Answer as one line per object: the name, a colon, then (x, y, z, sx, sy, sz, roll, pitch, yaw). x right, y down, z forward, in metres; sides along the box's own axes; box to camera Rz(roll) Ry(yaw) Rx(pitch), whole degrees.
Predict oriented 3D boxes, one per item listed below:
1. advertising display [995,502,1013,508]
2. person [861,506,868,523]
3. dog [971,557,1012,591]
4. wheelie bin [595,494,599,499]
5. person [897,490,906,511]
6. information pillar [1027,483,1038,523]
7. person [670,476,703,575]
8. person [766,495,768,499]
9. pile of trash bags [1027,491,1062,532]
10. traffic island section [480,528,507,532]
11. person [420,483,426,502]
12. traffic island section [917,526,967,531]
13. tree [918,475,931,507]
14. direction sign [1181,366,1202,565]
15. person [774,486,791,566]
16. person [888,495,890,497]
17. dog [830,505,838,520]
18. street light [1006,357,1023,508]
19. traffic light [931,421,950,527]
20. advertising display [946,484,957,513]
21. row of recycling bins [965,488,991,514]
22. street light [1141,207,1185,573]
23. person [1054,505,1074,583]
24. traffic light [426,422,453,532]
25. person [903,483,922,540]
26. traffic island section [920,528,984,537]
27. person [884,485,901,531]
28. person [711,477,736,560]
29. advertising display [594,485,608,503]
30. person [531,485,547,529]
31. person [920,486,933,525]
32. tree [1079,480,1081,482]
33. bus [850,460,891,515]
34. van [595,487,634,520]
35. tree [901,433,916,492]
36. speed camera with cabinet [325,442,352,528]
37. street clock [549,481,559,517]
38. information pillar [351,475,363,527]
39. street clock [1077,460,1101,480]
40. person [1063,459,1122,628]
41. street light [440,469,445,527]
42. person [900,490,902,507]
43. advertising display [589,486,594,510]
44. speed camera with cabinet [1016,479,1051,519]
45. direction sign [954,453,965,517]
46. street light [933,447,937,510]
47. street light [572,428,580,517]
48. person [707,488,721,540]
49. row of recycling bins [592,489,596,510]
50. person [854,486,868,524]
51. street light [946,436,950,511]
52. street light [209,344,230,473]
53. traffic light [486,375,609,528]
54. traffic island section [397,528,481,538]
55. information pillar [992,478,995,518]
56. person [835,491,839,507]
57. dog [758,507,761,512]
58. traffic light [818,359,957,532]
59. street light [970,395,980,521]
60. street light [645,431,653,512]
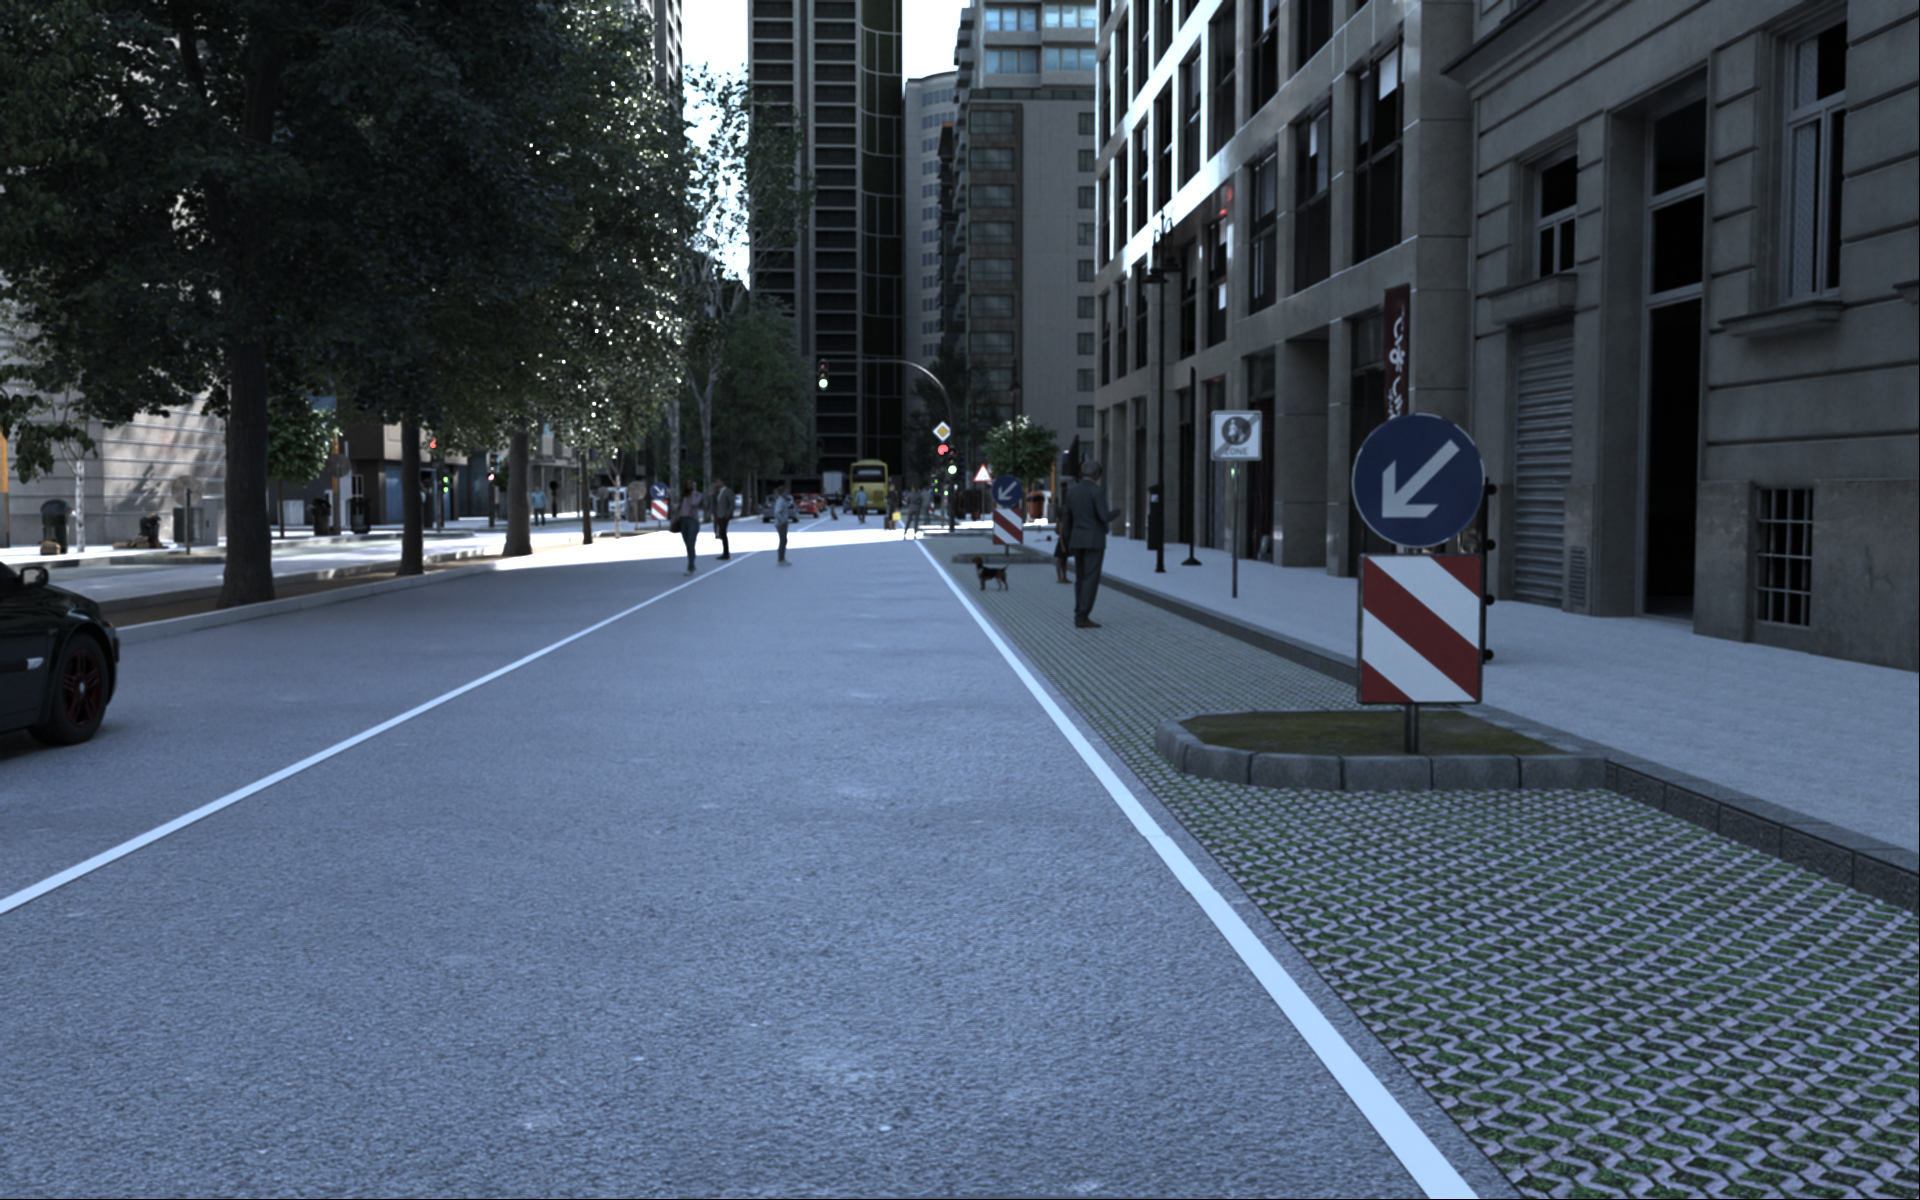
advertising display: (2.237, -5.043, 87.674, 0.974, 1.923, 0.123, 0, 4, 3)
person: (-4.802, -4.507, 86.864, 0.373, 1.253, 0.362, 0, 4, -4)
dog: (0.465, -0.387, 25.621, 0.540, 0.507, 0.406, -1, 4, -13)
wheelie bin: (-21.590, -5.921, 104.708, 0.980, 1.594, 0.693, 0, 4, 0)
person: (-5.287, -8.558, 148.553, 1.348, 1.807, 0.705, 1, 4, 15)
information pillar: (3.116, -4.352, 75.642, 0.304, 2.012, 0.304, 1, 4, 18)
person: (-4.799, -1.327, 30.794, 0.593, 1.750, 0.643, 2, 4, 28)
person: (-18.209, -9.299, 163.770, 0.697, 1.427, 0.421, 1, 4, 8)
pile of trash bags: (3.859, -3.001, 58.818, 3.447, 1.369, 1.912, -2, 4, -24)
traffic island section: (-17.912, -2.687, 66.205, 2.009, 0.180, 2.903, 0, 4, -3)
person: (-17.517, -2.870, 55.697, 0.793, 1.790, 0.793, 3, 5, 40)
traffic island section: (-0.640, -2.736, 67.015, 2.009, 0.180, 2.903, 0, 4, -3)
tree: (-3.526, -11.153, 176.959, 1.663, 3.219, 1.824, 0, 3, 0)
direction sign: (4.189, -2.399, 31.219, 0.379, 3.537, 0.876, 1, 4, 11)
person: (-3.567, -1.499, 34.813, 0.330, 1.601, 0.589, 1, 4, 9)
person: (-7.683, -10.404, 178.693, 1.348, 1.812, 0.705, -2, 4, -29)
dog: (-6.817, -4.807, 95.434, 0.800, 0.831, 0.513, -1, 4, -21)
street light: (1.837, -5.252, 58.659, 0.468, 5.910, 1.993, 0, 4, -3)
traffic light: (-0.681, -4.769, 66.899, 0.839, 4.253, 0.868, 0, 4, -3)
advertising display: (-0.546, -6.718, 115.060, 0.974, 1.923, 0.123, -3, 5, -39)
row of recycling bins: (1.113, -6.442, 112.438, 1.069, 1.692, 3.534, -1, 4, -16)
street light: (3.283, -3.390, 28.220, 0.468, 5.910, 1.993, 0, 4, -3)
person: (1.704, -0.890, 27.718, 0.373, 1.253, 0.362, 3, 5, 39)
traffic light: (-17.494, -4.231, 58.096, 0.839, 4.253, 0.868, 0, 4, -3)
person: (-1.496, -2.798, 54.529, 0.520, 1.790, 0.573, -1, 4, -21)
traffic island section: (-0.262, -2.248, 59.039, 2.009, 0.180, 2.903, 0, 4, -3)
person: (-2.619, -3.592, 67.440, 0.699, 1.804, 1.509, 0, 4, -1)
person: (-5.208, -1.796, 38.038, 0.473, 1.802, 0.592, -1, 4, -23)
advertising display: (-26.552, -7.543, 128.544, 0.974, 1.923, 0.123, 2, 4, 24)
person: (-17.422, -3.868, 71.757, 0.660, 1.820, 0.620, 0, 4, -7)
person: (-1.575, -4.378, 80.183, 0.635, 1.810, 0.391, -3, 5, -39)
tree: (7.737, -7.647, 119.629, 1.663, 3.219, 1.824, 0, 3, 0)
bus: (-6.385, -8.045, 123.074, 2.896, 3.916, 12.252, 0, 4, -2)
van: (-19.236, -5.477, 96.565, 2.013, 2.044, 4.112, 0, 4, -2)
tree: (-4.278, -14.384, 185.545, 4.360, 8.622, 3.978, 0, 3, 0)
speed camera with cabinet: (-23.605, -4.365, 65.707, 0.660, 3.252, 2.038, -2, 4, -32)
street clock: (-22.368, -5.559, 95.464, 0.471, 2.002, 0.358, 2, 4, 28)
information pillar: (-23.542, -3.863, 67.653, 0.304, 2.012, 0.304, 2, 4, 26)
street clock: (2.744, -1.973, 36.821, 0.471, 2.002, 0.358, 2, 4, 33)
person: (1.432, -0.607, 18.607, 0.590, 1.801, 0.661, -3, 5, -42)
street light: (-19.955, -5.738, 66.600, 0.468, 5.910, 1.993, 0, 4, -3)
person: (-6.250, -10.636, 182.489, 1.350, 1.814, 0.705, -1, 4, -14)
advertising display: (-28.971, -8.017, 136.283, 0.123, 1.923, 0.974, 3, 5, 43)
speed camera with cabinet: (3.973, -5.854, 90.055, 0.660, 3.252, 2.038, -3, 4, -39)
direction sign: (-0.126, -6.346, 95.760, 0.876, 3.537, 0.379, 2, 4, 26)
street light: (-2.085, -10.304, 141.257, 0.468, 5.910, 1.993, 0, 4, -3)
street light: (-21.295, -7.565, 96.481, 0.468, 5.910, 1.993, 0, 4, -3)
person: (-7.628, -2.838, 54.672, 0.659, 1.850, 0.755, 0, 4, 0)
row of recycling bins: (-26.574, -7.645, 132.115, 3.534, 1.692, 1.069, 2, 4, 28)
person: (-4.743, -4.570, 83.231, 0.660, 1.820, 0.620, -2, 4, -25)
street light: (-0.716, -8.468, 111.239, 0.468, 5.910, 1.993, 0, 4, -3)
street light: (-18.999, -4.410, 44.894, 0.468, 5.910, 1.993, 0, 4, -3)
traffic light: (-15.787, -5.599, 66.206, 4.771, 5.953, 1.251, 0, 4, -3)
traffic island section: (-17.535, -2.199, 58.229, 2.009, 0.180, 2.903, 0, 4, -3)
information pillar: (2.013, -6.283, 94.087, 0.504, 3.616, 0.183, -2, 4, -34)
person: (-13.846, -11.397, 195.531, 0.721, 1.739, 1.217, 1, 4, 9)
dog: (-14.758, -6.667, 128.296, 0.406, 0.507, 0.540, 1, 4, 10)
traffic light: (-2.388, -5.139, 58.683, 4.771, 5.953, 1.251, 0, 4, -3)
street light: (0.688, -6.623, 81.074, 0.468, 5.910, 1.993, 0, 4, -3)
street light: (-22.783, -9.442, 127.165, 0.468, 5.910, 1.993, 0, 4, -3)
